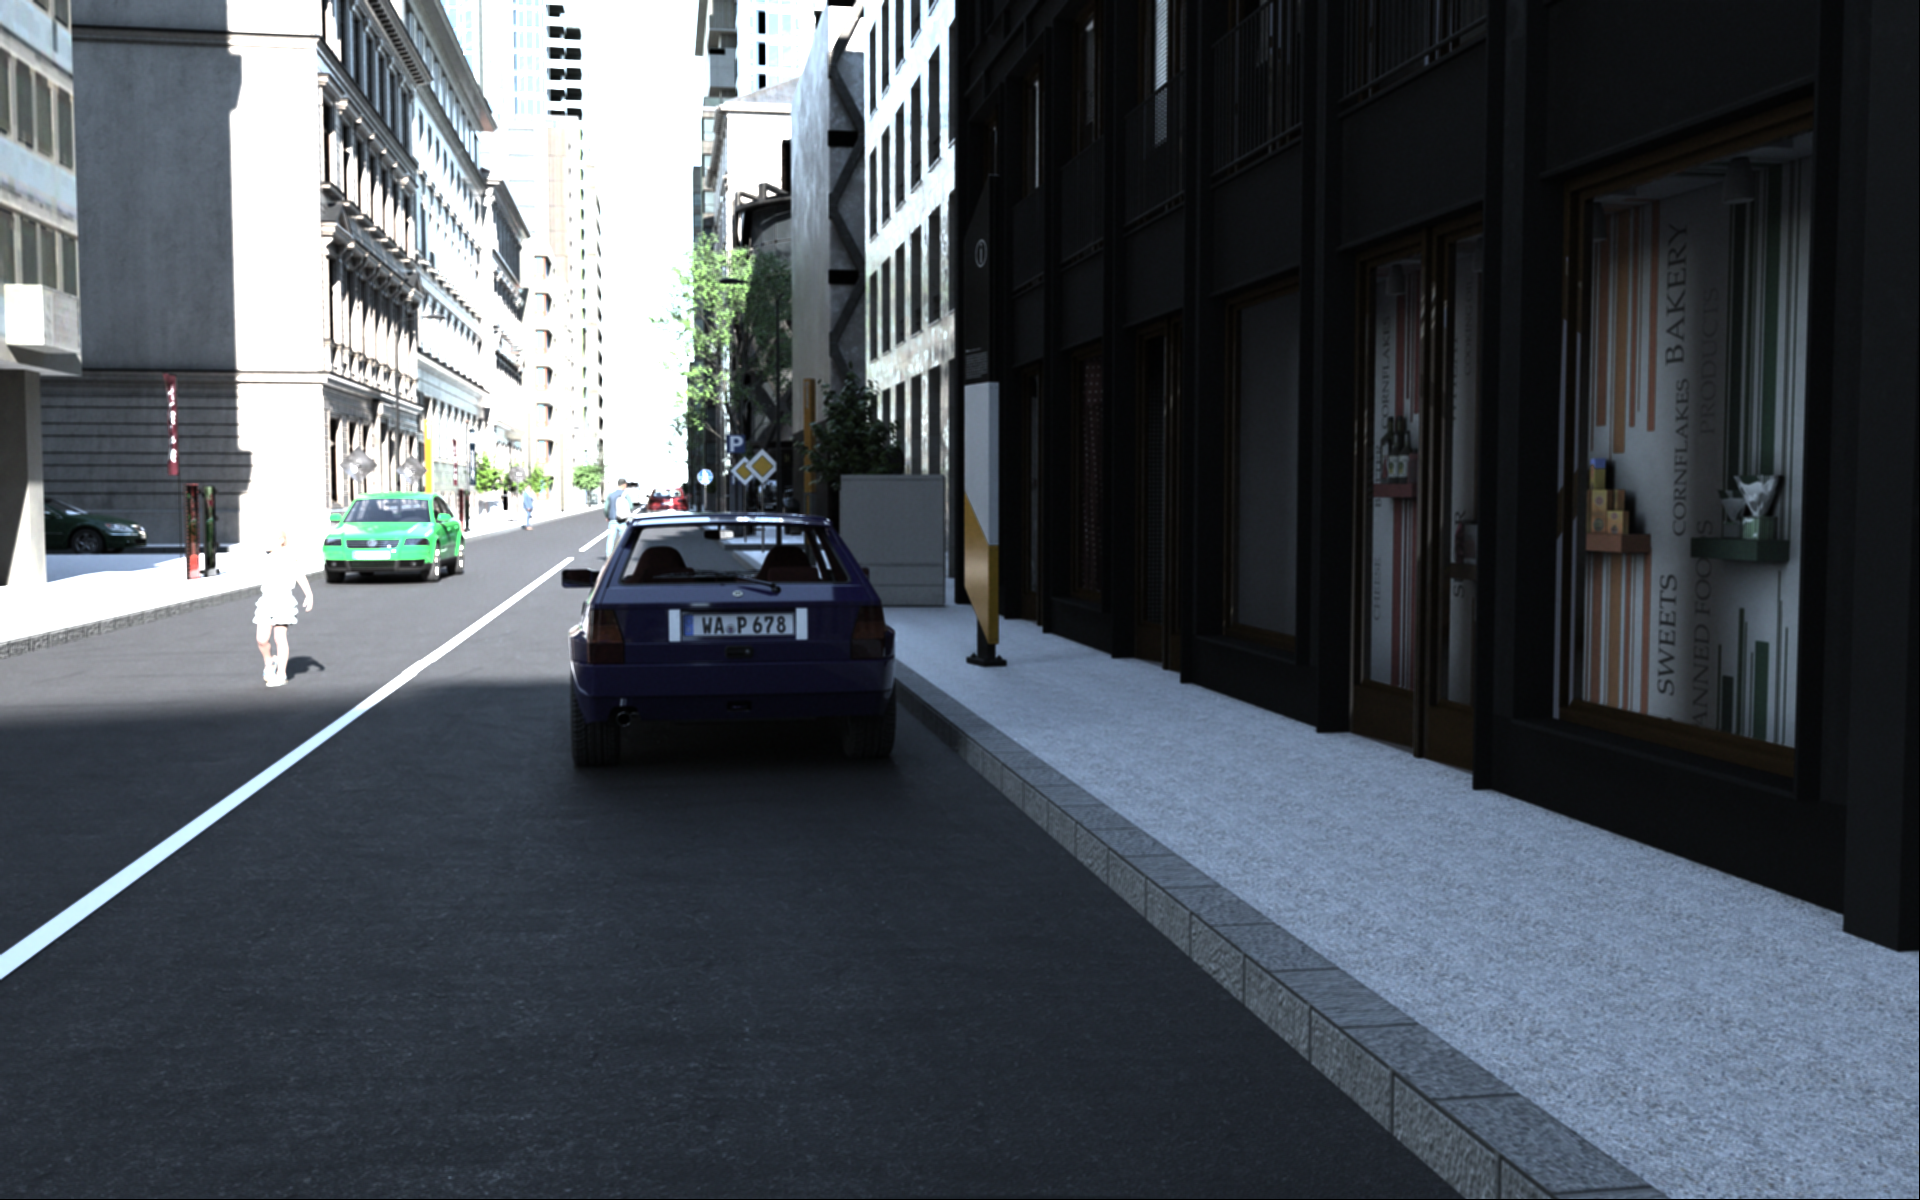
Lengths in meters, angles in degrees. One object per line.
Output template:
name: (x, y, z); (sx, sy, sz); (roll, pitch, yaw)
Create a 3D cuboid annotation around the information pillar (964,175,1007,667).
information pillar: (0.167, -1.324, 13.007); (0.183, 3.616, 0.504); (-1, 4, -22)

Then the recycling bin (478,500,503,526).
recycling bin: (-18.719, -3.454, 69.022); (0.722, 1.027, 0.722); (3, 4, 37)

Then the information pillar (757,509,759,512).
information pillar: (-9.071, -4.401, 76.445); (0.304, 2.012, 0.304); (3, 5, 39)

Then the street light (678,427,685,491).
street light: (-18.435, -8.969, 119.191); (1.470, 5.913, 1.316); (-1, 4, -10)

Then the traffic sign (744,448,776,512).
traffic sign: (-4.309, -2.090, 37.816); (0.795, 2.450, 0.064); (-1, 4, -10)

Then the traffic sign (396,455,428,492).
traffic sign: (-13.995, -2.485, 44.271); (0.795, 2.450, 0.064); (-1, 4, -10)

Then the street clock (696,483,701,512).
street clock: (-16.928, -6.568, 111.960); (0.358, 2.002, 0.471); (0, 4, -3)

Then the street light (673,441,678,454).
street light: (-23.949, -10.900, 150.753); (1.470, 5.913, 1.316); (-1, 4, -10)

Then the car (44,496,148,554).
car: (-21.330, -1.713, 39.800); (4.920, 1.459, 2.131); (-1, 4, -9)

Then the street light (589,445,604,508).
street light: (-34.710, -11.761, 164.831); (1.470, 5.913, 1.316); (-1, 4, -10)

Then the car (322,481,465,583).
car: (-9.566, -1.262, 29.425); (1.959, 1.807, 4.718); (-1, 4, -8)

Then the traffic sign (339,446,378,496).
traffic sign: (-12.634, -2.004, 36.402); (0.795, 2.450, 0.064); (-1, 4, -10)

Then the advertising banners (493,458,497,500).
advertising banners: (-19.210, -4.611, 71.578); (0.090, 3.025, 2.074); (-1, 4, -16)

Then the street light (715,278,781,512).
street light: (-4.478, -3.972, 37.478); (1.470, 5.913, 1.316); (-1, 4, -10)

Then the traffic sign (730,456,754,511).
traffic sign: (-5.670, -2.571, 45.685); (0.795, 2.450, 0.064); (-1, 4, -10)

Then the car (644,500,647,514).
car: (-18.970, -6.104, 109.594); (2.009, 1.686, 4.222); (-1, 4, -9)

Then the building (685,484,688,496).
building: (-26.739, -35.224, 267.795); (32.217, 40.220, 23.993); (-1, 4, -10)

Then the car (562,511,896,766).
car: (-1.456, 0.122, 10.585); (1.945, 1.354, 3.894); (-1, 4, -10)

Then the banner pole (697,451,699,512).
banner pole: (-15.374, -6.828, 101.654); (0.401, 3.779, 0.863); (-1, 4, -11)

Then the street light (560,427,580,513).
street light: (-27.051, -9.027, 120.127); (1.470, 5.913, 1.316); (-1, 4, -10)

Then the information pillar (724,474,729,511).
information pillar: (-8.444, -3.601, 63.366); (0.304, 2.012, 0.304); (-1, 4, -17)

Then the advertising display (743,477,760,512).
advertising display: (-6.503, -2.957, 53.556); (0.123, 1.923, 0.974); (1, 4, 14)

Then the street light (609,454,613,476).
street light: (-41.050, -14.003, 201.490); (1.470, 5.913, 1.316); (-1, 4, -10)

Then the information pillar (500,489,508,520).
information pillar: (-22.162, -4.875, 84.198); (0.304, 2.012, 0.304); (-2, 4, -32)

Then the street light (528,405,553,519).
street light: (-21.812, -7.183, 89.981); (1.470, 5.913, 1.316); (-1, 4, -10)

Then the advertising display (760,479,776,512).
advertising display: (-8.318, -4.279, 75.178); (0.974, 1.923, 0.123); (-1, 4, -21)

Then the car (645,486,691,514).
car: (-14.526, -4.741, 86.182); (2.281, 1.827, 5.304); (-1, 4, -9)

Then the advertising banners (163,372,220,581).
advertising banners: (-11.478, -1.815, 25.864); (0.090, 3.025, 2.074); (0, 4, -5)

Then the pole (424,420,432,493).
pole: (-14.663, -3.299, 47.786); (0.158, 3.312, 0.155); (0, 3, 0)

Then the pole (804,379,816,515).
pole: (-2.662, -2.256, 30.721); (0.158, 3.312, 0.155); (0, 3, 0)

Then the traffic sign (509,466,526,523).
traffic sign: (-19.928, -4.765, 78.014); (0.768, 2.556, 0.104); (0, 4, -6)

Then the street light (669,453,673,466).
street light: (-31.639, -13.597, 194.851); (1.470, 5.913, 1.316); (-1, 4, -10)

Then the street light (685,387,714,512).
street light: (-11.006, -6.270, 75.048); (1.470, 5.913, 1.316); (-1, 4, -10)

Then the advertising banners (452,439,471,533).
advertising banners: (-16.225, -3.678, 56.322); (0.090, 3.025, 2.074); (0, 4, -2)

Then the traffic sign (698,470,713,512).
traffic sign: (-13.240, -5.505, 90.109); (0.768, 2.556, 0.104); (0, 4, -1)

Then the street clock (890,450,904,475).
street clock: (-1.065, -1.365, 26.882); (0.358, 2.002, 0.471); (2, 4, 25)

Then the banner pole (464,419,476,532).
banner pole: (-16.500, -4.183, 58.411); (0.401, 3.779, 0.863); (1, 4, 10)

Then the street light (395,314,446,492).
street light: (-13.996, -4.422, 44.845); (1.470, 5.913, 1.316); (-1, 4, -10)
